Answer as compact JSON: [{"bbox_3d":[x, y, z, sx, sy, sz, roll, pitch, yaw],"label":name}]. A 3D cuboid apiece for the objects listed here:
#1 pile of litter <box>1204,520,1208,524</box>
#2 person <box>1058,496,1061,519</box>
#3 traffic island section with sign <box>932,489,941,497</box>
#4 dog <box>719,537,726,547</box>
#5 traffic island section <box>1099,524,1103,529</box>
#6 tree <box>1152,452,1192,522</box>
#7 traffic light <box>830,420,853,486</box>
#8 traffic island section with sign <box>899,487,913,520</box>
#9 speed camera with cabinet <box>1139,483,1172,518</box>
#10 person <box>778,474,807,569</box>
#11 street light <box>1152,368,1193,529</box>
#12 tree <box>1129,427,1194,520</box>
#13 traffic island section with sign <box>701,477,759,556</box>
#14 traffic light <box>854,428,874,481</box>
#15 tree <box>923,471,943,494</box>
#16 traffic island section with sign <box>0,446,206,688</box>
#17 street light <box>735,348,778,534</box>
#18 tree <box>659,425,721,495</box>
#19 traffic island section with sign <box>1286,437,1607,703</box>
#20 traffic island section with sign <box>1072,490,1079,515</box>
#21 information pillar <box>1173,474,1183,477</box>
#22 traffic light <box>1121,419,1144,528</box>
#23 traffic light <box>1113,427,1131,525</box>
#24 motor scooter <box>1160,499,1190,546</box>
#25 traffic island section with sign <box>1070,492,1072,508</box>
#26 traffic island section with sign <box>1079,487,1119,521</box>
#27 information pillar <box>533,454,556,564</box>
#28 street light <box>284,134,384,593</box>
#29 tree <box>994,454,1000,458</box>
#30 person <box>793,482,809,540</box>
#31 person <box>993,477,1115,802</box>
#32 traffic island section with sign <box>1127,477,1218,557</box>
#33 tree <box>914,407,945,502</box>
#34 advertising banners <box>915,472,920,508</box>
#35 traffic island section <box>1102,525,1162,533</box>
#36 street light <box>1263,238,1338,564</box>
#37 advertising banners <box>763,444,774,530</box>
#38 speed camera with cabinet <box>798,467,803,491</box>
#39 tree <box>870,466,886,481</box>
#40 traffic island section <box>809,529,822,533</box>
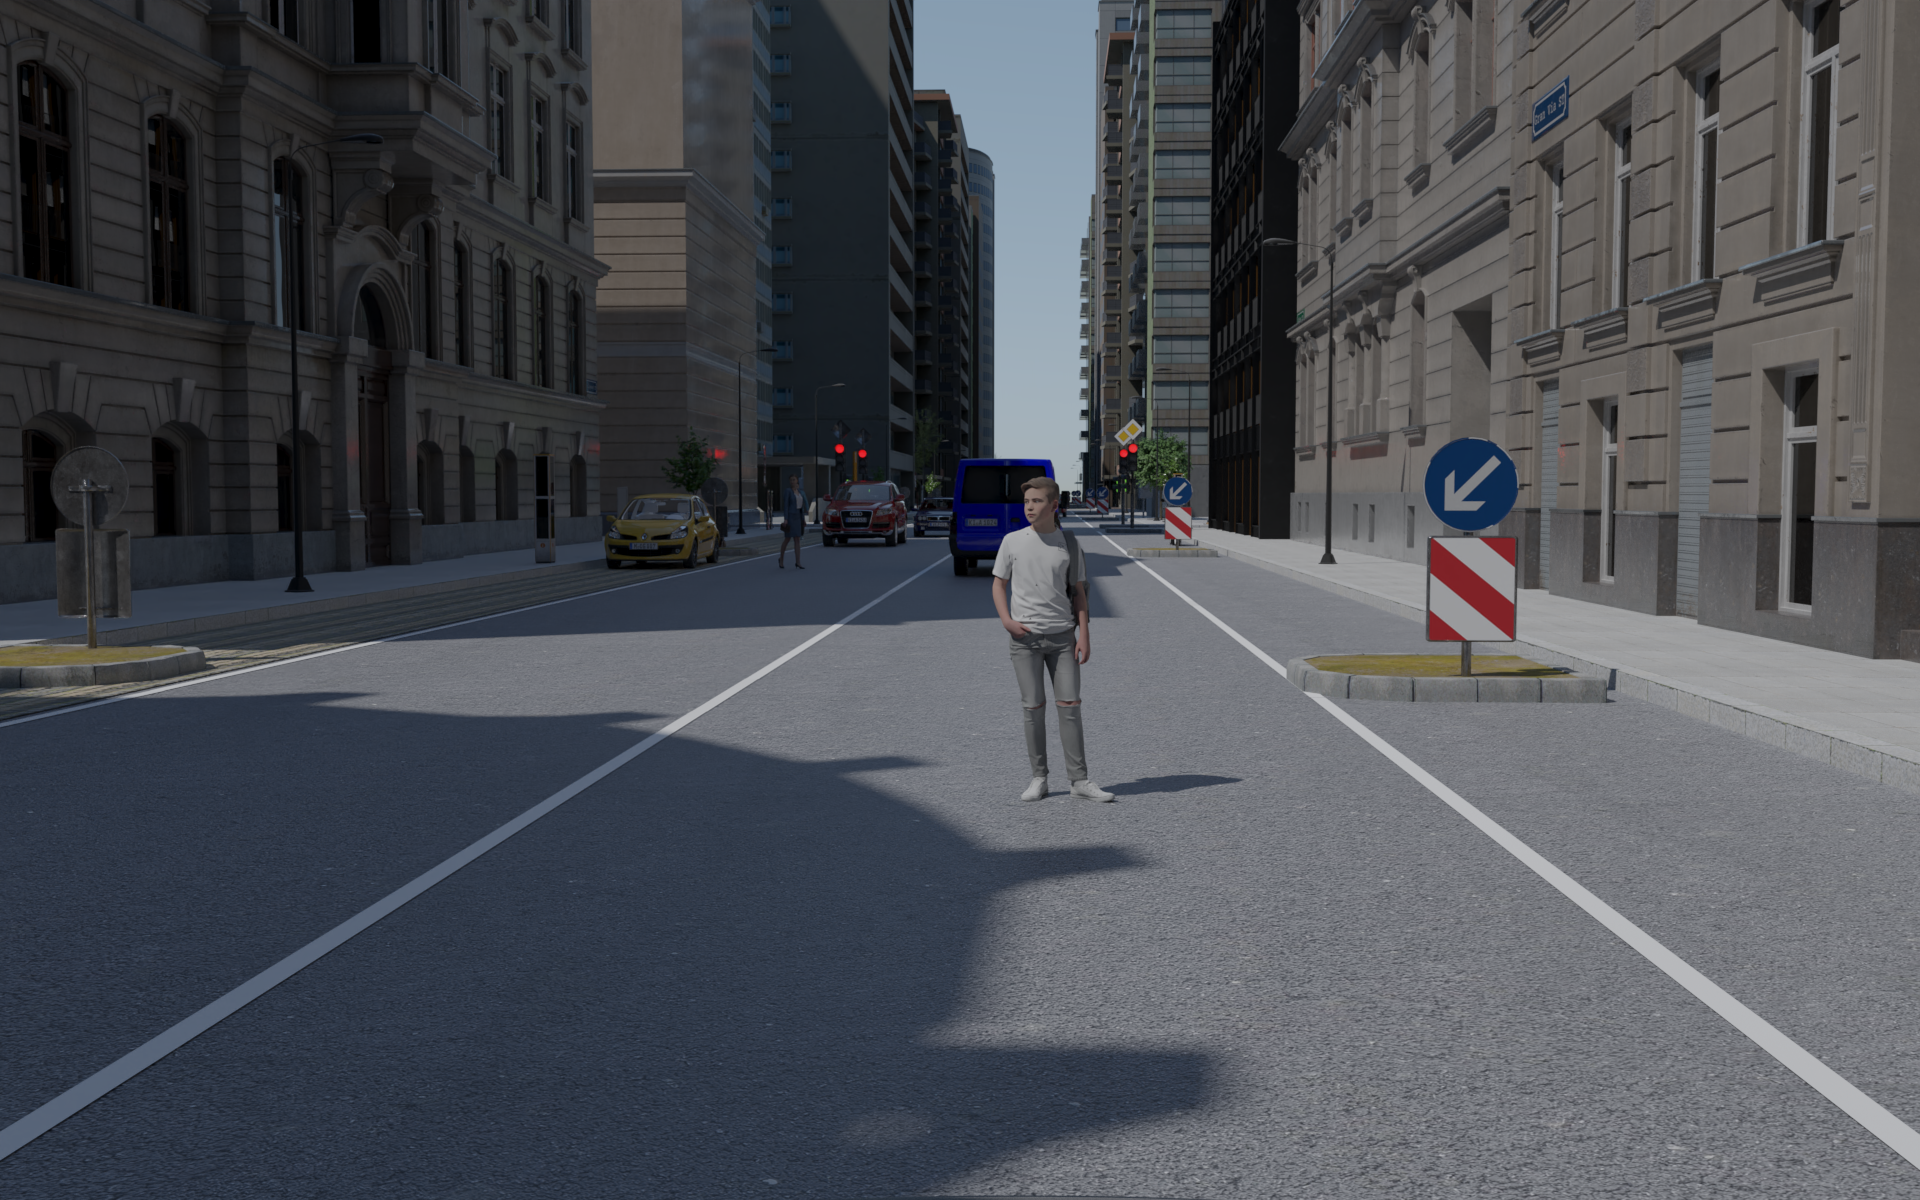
[{"bbox_3d":[11.157,-3.609,72.970,1.719,0.858,1.176,2,4,25],"label":"pile of litter"},{"bbox_3d":[5.532,-5.534,99.212,0.641,1.798,0.478,2,4,25],"label":"person"},{"bbox_3d":[-1.625,-6.937,122.049,1.989,1.847,2.006,0,4,3],"label":"traffic island section with sign"},{"bbox_3d":[-6.079,-1.693,44.516,0.513,0.831,0.800,2,4,34],"label":"dog"},{"bbox_3d":[6.870,-3.088,72.761,2.009,0.180,2.903,0,4,3],"label":"traffic island section"},{"bbox_3d":[9.793,-5.144,78.699,1.663,3.219,1.824,0,3,0],"label":"tree"},{"bbox_3d":[-4.474,-4.666,65.212,0.839,4.253,0.868,0,4,3],"label":"traffic light"},{"bbox_3d":[-3.009,-5.267,94.747,1.989,1.847,2.006,0,4,3],"label":"traffic island section with sign"},{"bbox_3d":[10.670,-6.051,93.265,2.038,3.252,0.660,0,4,-6],"label":"speed camera with cabinet"},{"bbox_3d":[-3.225,-1.514,33.270,0.581,1.822,0.654,-3,4,-37],"label":"person"},{"bbox_3d":[7.877,-5.574,63.674,1.470,5.913,1.316,0,4,3],"label":"street light"},{"bbox_3d":[10.562,-6.531,90.489,4.285,4.588,4.351,0,3,0],"label":"tree"},{"bbox_3d":[-5.784,-1.953,40.560,1.989,1.847,2.006,0,4,3],"label":"traffic island section with sign"},{"bbox_3d":[-4.067,-5.154,73.187,0.839,4.253,0.868,0,4,3],"label":"traffic light"},{"bbox_3d":[-2.363,-9.317,146.932,1.663,3.219,1.824,0,3,0],"label":"tree"},{"bbox_3d":[-7.149,-0.306,13.639,1.989,1.847,2.006,0,4,3],"label":"traffic island section with sign"},{"bbox_3d":[-6.481,-5.059,55.250,1.470,5.913,1.316,0,4,3],"label":"street light"},{"bbox_3d":[-7.608,-3.300,48.550,1.663,3.219,1.824,0,3,0],"label":"tree"},{"bbox_3d":[3.493,-0.259,12.856,1.989,1.847,2.006,0,4,3],"label":"traffic island section with sign"},{"bbox_3d":[9.017,-6.899,121.429,1.989,1.847,2.006,0,4,3],"label":"traffic island section with sign"},{"bbox_3d":[7.825,-3.534,62.271,0.304,2.012,0.304,0,4,-2],"label":"information pillar"},{"bbox_3d":[6.424,-4.633,64.675,0.839,4.253,0.868,0,4,3],"label":"traffic light"},{"bbox_3d":[6.831,-5.121,72.650,0.839,4.253,0.868,0,4,3],"label":"traffic light"},{"bbox_3d":[6.004,-2.171,48.276,0.815,1.314,1.986,0,4,1],"label":"motor scooter"},{"bbox_3d":[11.607,-10.000,172.127,1.989,1.847,2.006,0,4,3],"label":"traffic island section with sign"},{"bbox_3d":[7.655,-5.253,94.508,1.989,1.847,2.006,0,4,3],"label":"traffic island section with sign"},{"bbox_3d":[-7.691,-1.687,32.074,0.304,2.012,0.304,0,4,4],"label":"information pillar"},{"bbox_3d":[-8.125,-3.056,22.509,1.470,5.913,1.316,0,4,3],"label":"street light"},{"bbox_3d":[5.828,-21.874,307.999,4.360,8.622,3.978,0,3,0],"label":"tree"},{"bbox_3d":[-5.060,-2.792,54.172,0.660,1.820,0.620,-1,4,-9],"label":"person"},{"bbox_3d":[0.436,0.182,8.121,0.503,1.515,0.523,-2,4,-33],"label":"person"},{"bbox_3d":[4.884,-1.927,40.130,1.989,1.847,2.006,0,4,3],"label":"traffic island section with sign"},{"bbox_3d":[-3.320,-11.783,143.011,4.737,8.622,4.395,0,3,0],"label":"tree"},{"bbox_3d":[-3.338,-8.532,135.679,0.090,3.025,2.074,-1,4,-12],"label":"advertising banners"},{"bbox_3d":[6.464,-2.600,64.787,2.009,0.180,2.903,0,4,3],"label":"traffic island section"},{"bbox_3d":[6.209,-3.613,31.610,1.470,5.913,1.316,0,4,3],"label":"street light"},{"bbox_3d":[-6.861,-4.018,61.880,0.090,3.025,2.074,0,4,3],"label":"advertising banners"},{"bbox_3d":[-8.223,-6.343,98.050,2.038,3.252,0.660,0,4,0],"label":"speed camera with cabinet"},{"bbox_3d":[-5.040,-7.020,109.377,1.663,3.219,1.824,0,3,0],"label":"tree"},{"bbox_3d":[-4.513,-2.634,65.349,2.009,0.180,2.903,0,4,3],"label":"traffic island section"}]
